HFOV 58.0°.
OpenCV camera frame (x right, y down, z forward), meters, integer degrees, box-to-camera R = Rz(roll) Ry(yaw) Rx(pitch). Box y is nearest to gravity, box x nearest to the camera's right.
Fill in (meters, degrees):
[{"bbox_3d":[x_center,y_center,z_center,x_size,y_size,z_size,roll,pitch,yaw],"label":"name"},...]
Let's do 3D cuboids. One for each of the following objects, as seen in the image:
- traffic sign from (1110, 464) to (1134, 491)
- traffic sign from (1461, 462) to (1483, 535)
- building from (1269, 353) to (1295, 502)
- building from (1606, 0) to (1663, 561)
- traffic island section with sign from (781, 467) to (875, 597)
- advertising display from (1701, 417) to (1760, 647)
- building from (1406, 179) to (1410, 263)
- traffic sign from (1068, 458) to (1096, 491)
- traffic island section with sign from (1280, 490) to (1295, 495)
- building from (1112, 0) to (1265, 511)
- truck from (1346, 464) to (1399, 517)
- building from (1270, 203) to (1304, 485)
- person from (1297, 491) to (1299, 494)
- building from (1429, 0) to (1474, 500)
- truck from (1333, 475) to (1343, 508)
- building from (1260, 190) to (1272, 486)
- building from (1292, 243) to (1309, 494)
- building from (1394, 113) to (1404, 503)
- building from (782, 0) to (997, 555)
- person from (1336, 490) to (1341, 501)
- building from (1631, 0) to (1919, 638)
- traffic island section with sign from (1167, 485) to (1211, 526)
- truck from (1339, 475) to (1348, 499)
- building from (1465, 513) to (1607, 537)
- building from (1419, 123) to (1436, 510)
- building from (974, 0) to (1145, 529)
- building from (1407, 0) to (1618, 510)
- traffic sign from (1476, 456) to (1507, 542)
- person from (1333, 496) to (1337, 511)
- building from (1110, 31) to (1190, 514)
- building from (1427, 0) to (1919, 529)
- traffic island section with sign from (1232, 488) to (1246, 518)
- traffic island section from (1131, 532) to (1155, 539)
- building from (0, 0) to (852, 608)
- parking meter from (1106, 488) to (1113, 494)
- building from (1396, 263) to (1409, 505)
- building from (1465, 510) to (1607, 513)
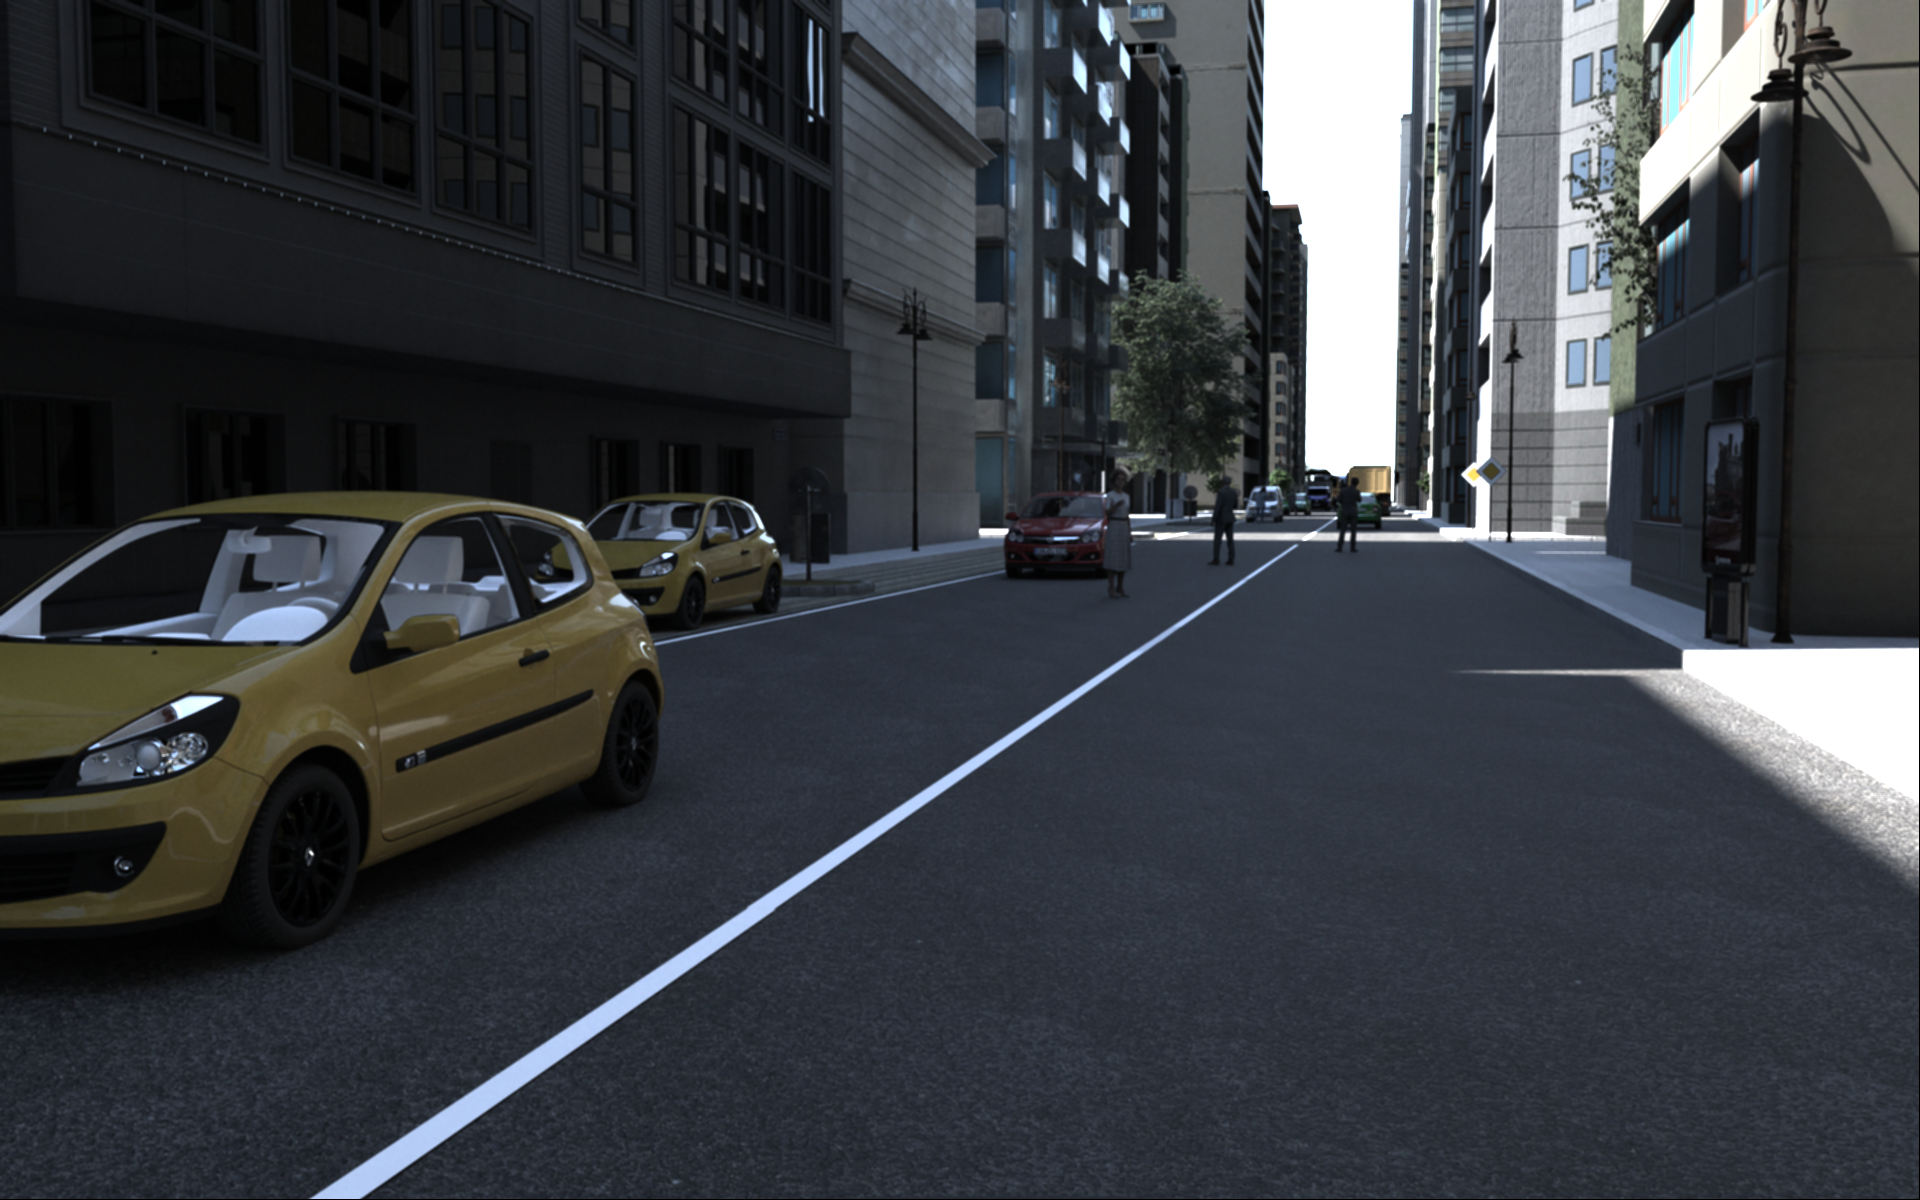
[{"bbox_3d":[5.285,-3.240,56.618,0.795,2.450,0.064,1,4,13],"label":"traffic sign"},{"bbox_3d":[16.027,-3.083,54.054,0.795,2.450,0.064,1,4,13],"label":"traffic sign"},{"bbox_3d":[29.470,-23.489,229.080,27.650,21.520,28.899,1,4,13],"label":"building"},{"bbox_3d":[21.006,-16.178,36.204,14.160,30.474,14.107,1,4,13],"label":"building"},{"bbox_3d":[-2.305,-0.994,24.886,1.989,1.847,2.006,1,4,13],"label":"traffic island section with sign"},{"bbox_3d":[6.610,-0.592,14.899,0.123,1.923,0.974,0,4,5],"label":"advertising display"},{"bbox_3d":[72.268,-37.704,236.067,23.786,49.044,30.456,1,4,13],"label":"building"},{"bbox_3d":[3.439,-2.765,48.849,0.795,2.450,0.064,1,4,13],"label":"traffic sign"},{"bbox_3d":[34.639,-10.498,180.272,1.989,1.847,2.006,1,4,13],"label":"traffic island section with sign"},{"bbox_3d":[13.450,-31.719,142.301,21.300,48.544,21.600,1,4,13],"label":"building"},{"bbox_3d":[26.627,-7.113,112.218,3.469,3.379,9.791,1,4,15],"label":"truck"},{"bbox_3d":[39.003,-36.766,255.742,22.147,44.769,28.867,1,4,13],"label":"building"},{"bbox_3d":[37.632,-11.283,192.991,0.705,1.823,1.348,1,4,18],"label":"person"},{"bbox_3d":[39.530,-26.572,118.045,14.154,41.232,14.086,1,4,13],"label":"building"},{"bbox_3d":[37.957,-11.214,179.265,3.469,3.379,9.791,1,4,13],"label":"truck"},{"bbox_3d":[21.083,-23.710,159.360,14.160,30.474,14.107,1,4,13],"label":"building"},{"bbox_3d":[48.001,-36.244,276.184,14.154,41.232,14.086,1,4,13],"label":"building"},{"bbox_3d":[77.699,-44.243,265.368,21.231,58.520,28.212,1,4,13],"label":"building"},{"bbox_3d":[-11.699,-15.744,44.802,23.554,28.519,14.401,1,4,13],"label":"building"},{"bbox_3d":[28.869,-7.458,131.148,0.721,1.735,1.217,-2,4,-24],"label":"person"},{"bbox_3d":[19.574,-9.878,6.551,27.650,21.520,28.899,1,4,13],"label":"building"},{"bbox_3d":[10.501,-4.287,78.721,1.989,1.847,2.006,1,4,13],"label":"traffic island section with sign"},{"bbox_3d":[53.614,-15.573,244.374,2.967,4.110,18.799,1,4,12],"label":"truck"},{"bbox_3d":[32.244,-31.496,56.962,28.212,58.520,21.231,1,4,13],"label":"building"},{"bbox_3d":[43.543,-22.300,136.313,14.160,30.474,14.107,1,4,13],"label":"building"},{"bbox_3d":[-4.574,-27.980,77.088,23.786,49.044,30.456,1,4,13],"label":"building"},{"bbox_3d":[58.368,-39.226,183.338,21.231,58.520,28.212,1,4,13],"label":"building"},{"bbox_3d":[14.180,-2.608,46.284,0.795,2.450,0.064,1,4,13],"label":"traffic sign"},{"bbox_3d":[31.218,-8.050,143.299,0.628,1.438,0.799,1,4,17],"label":"person"},{"bbox_3d":[7.120,-20.867,112.873,14.160,30.474,14.107,1,4,13],"label":"building"},{"bbox_3d":[37.878,-14.675,84.972,27.650,21.520,28.899,1,4,13],"label":"building"},{"bbox_3d":[16.736,-5.891,104.948,1.989,1.847,2.006,1,4,13],"label":"traffic island section with sign"},{"bbox_3d":[5.261,-2.104,56.685,2.009,0.180,2.903,1,4,13],"label":"traffic island section"},{"bbox_3d":[-11.609,-14.144,24.768,14.314,27.812,24.014,1,4,13],"label":"building"},{"bbox_3d":[5.892,-3.625,67.687,0.372,1.533,0.369,0,3,0],"label":"parking meter"},{"bbox_3d":[61.687,-27.137,215.386,14.160,30.474,14.107,1,4,13],"label":"building"},{"bbox_3d":[52.264,-37.498,155.098,21.231,58.520,28.212,1,4,13],"label":"building"}]
